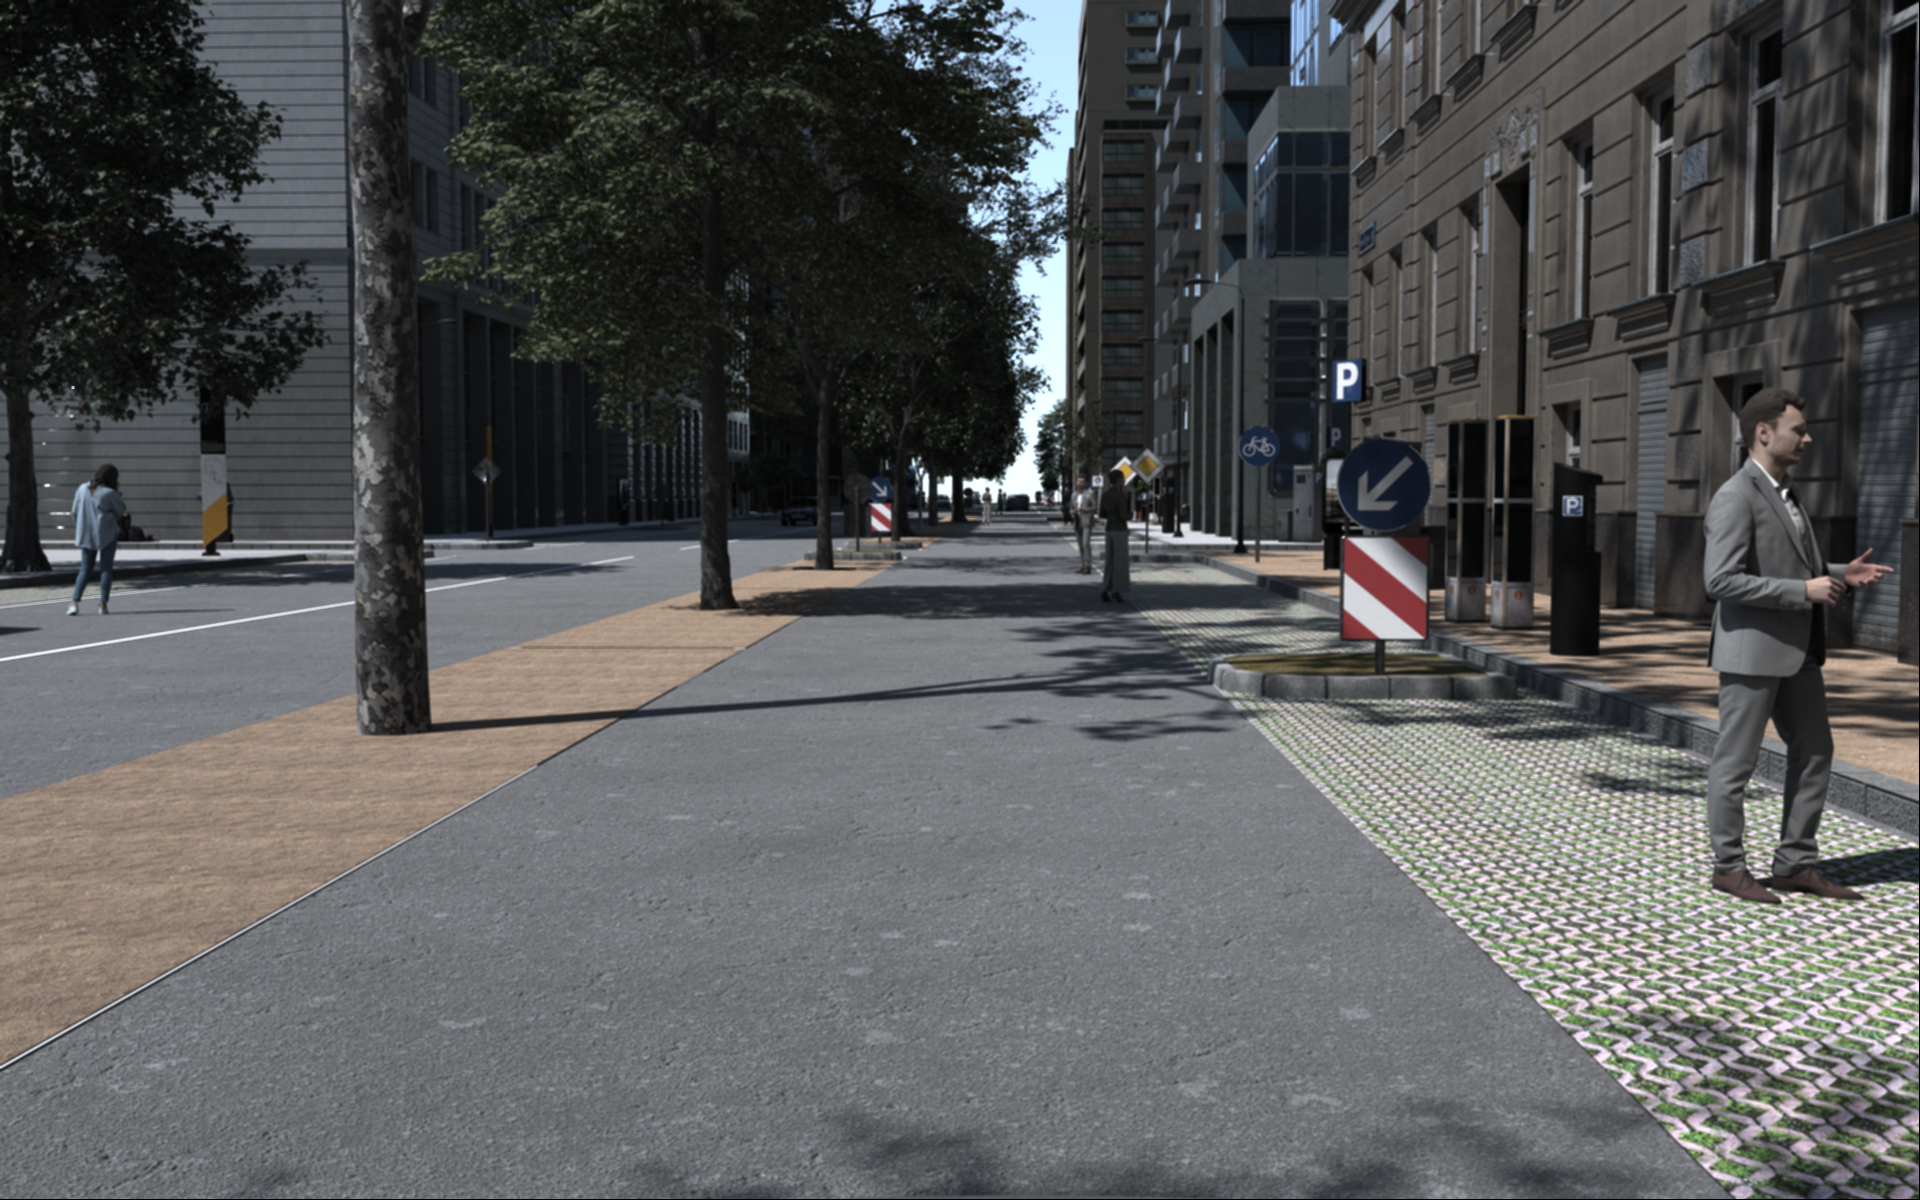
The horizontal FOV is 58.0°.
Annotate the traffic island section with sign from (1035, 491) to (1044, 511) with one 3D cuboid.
[{"bbox_3d":[7.477,-8.335,144.911,1.989,1.847,2.006,0,4,2],"label":"traffic island section with sign"}]

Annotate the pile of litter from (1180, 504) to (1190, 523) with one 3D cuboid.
[{"bbox_3d":[10.329,-3.853,76.954,1.176,0.858,1.719,3,4,36],"label":"pile of litter"}]

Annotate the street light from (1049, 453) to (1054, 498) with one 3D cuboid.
[{"bbox_3d":[11.524,-14.607,211.362,1.470,5.913,1.316,0,4,2],"label":"street light"}]

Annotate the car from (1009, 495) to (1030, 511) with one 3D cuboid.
[{"bbox_3d":[5.059,-8.359,149.250,1.945,1.354,3.894,0,4,1],"label":"car"}]

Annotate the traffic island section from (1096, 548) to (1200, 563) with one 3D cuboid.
[{"bbox_3d":[4.080,-0.939,37.633,2.009,0.180,2.903,0,4,2],"label":"traffic island section"}]

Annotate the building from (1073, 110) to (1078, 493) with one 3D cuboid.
[{"bbox_3d":[19.287,-30.821,187.518,14.154,41.232,14.086,0,4,2],"label":"building"}]

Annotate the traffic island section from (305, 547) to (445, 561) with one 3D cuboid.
[{"bbox_3d":[-12.901,-0.975,38.226,2.009,0.180,2.903,0,4,2],"label":"traffic island section"}]

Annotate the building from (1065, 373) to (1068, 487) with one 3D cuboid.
[{"bbox_3d":[25.376,-37.489,236.639,21.300,48.544,21.600,0,4,2],"label":"building"}]

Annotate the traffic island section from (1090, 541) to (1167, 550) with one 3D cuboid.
[{"bbox_3d":[4.357,-1.427,45.613,2.009,0.180,2.903,0,4,2],"label":"traffic island section"}]

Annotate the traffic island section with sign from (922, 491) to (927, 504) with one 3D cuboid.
[{"bbox_3d":[-5.368,-15.082,255.214,1.989,1.847,2.006,0,4,2],"label":"traffic island section with sign"}]

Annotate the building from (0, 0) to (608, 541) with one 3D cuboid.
[{"bbox_3d":[-21.484,-17.365,61.405,11.434,29.767,29.804,0,4,2],"label":"building"}]

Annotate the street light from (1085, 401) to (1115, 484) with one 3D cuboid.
[{"bbox_3d":[7.139,-6.949,86.156,1.470,5.913,1.316,0,4,2],"label":"street light"}]

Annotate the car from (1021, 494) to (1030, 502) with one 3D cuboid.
[{"bbox_3d":[8.043,-13.137,223.823,2.155,1.783,4.494,0,4,1],"label":"car"}]

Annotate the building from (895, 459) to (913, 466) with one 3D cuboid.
[{"bbox_3d":[-14.864,-36.007,272.315,14.154,41.232,14.086,0,4,2],"label":"building"}]

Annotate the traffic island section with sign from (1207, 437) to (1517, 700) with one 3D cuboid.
[{"bbox_3d":[2.899,-0.265,12.954,1.989,1.847,2.006,0,4,2],"label":"traffic island section with sign"}]

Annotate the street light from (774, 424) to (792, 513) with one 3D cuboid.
[{"bbox_3d":[-11.717,-8.716,115.050,1.470,5.913,1.316,0,4,2],"label":"street light"}]

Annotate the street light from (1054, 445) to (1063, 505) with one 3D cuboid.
[{"bbox_3d":[9.837,-11.607,162.309,1.470,5.913,1.316,0,4,2],"label":"street light"}]

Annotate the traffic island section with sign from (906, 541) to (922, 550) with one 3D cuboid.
[{"bbox_3d":[-2.048,-2.285,45.496,2.006,1.907,1.989,0,4,2],"label":"traffic island section with sign"}]

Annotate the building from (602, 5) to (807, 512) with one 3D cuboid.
[{"bbox_3d":[-24.084,-29.459,136.274,22.147,44.769,28.867,0,4,2],"label":"building"}]

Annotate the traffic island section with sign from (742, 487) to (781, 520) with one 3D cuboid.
[{"bbox_3d":[-10.915,-5.319,95.592,1.989,1.847,2.006,0,4,2],"label":"traffic island section with sign"}]

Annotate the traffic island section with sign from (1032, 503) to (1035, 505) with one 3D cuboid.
[{"bbox_3d":[8.429,-10.005,172.210,1.989,1.847,2.006,0,4,2],"label":"traffic island section with sign"}]

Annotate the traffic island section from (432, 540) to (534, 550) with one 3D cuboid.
[{"bbox_3d":[-12.624,-1.463,46.206,2.009,0.180,2.903,0,4,2],"label":"traffic island section"}]

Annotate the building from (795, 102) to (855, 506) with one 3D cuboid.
[{"bbox_3d":[-18.688,-32.550,182.300,14.600,45.320,14.200,0,4,2],"label":"building"}]

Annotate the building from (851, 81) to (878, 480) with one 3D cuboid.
[{"bbox_3d":[-24.130,-38.577,219.969,28.713,52.752,27.495,0,4,2],"label":"building"}]

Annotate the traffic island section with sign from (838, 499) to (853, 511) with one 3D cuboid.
[{"bbox_3d":[-9.171,-8.388,145.771,1.989,1.847,2.006,0,4,2],"label":"traffic island section with sign"}]

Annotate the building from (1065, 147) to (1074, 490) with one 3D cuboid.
[{"bbox_3d":[20.440,-34.761,218.458,14.600,45.320,14.200,0,4,2],"label":"building"}]

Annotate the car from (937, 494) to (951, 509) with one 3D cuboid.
[{"bbox_3d":[-1.819,-9.473,166.892,2.014,1.417,4.499,0,3,0],"label":"car"}]

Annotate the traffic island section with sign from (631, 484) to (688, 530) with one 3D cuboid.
[{"bbox_3d":[-11.851,-3.671,68.653,1.989,1.847,2.006,0,4,2],"label":"traffic island section with sign"}]

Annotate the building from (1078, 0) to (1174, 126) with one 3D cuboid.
[{"bbox_3d":[21.499,-32.471,154.598,21.300,48.544,21.600,0,4,2],"label":"building"}]

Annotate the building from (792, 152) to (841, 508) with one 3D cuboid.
[{"bbox_3d":[-27.987,-28.832,163.286,32.217,40.220,23.993,0,4,2],"label":"building"}]

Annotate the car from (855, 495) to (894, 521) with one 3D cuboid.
[{"bbox_3d":[-3.443,-3.695,72.420,2.014,1.417,4.499,0,4,2],"label":"car"}]

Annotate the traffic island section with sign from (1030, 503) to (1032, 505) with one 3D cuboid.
[{"bbox_3d":[10.358,-13.404,227.783,1.989,1.847,2.006,0,4,2],"label":"traffic island section with sign"}]

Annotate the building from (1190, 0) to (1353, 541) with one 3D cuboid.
[{"bbox_3d":[23.492,-45.448,55.747,31.000,86.520,22.319,0,4,2],"label":"building"}]

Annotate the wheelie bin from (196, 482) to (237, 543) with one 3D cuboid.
[{"bbox_3d":[-19.699,-2.320,45.841,0.980,1.594,0.693,-3,5,-41],"label":"wheelie bin"}]

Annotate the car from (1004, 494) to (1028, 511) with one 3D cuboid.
[{"bbox_3d":[4.714,-8.123,144.819,2.014,1.417,4.499,0,4,3],"label":"car"}]

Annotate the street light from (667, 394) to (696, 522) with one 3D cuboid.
[{"bbox_3d":[-12.936,-6.612,80.653,1.470,5.913,1.316,0,4,2],"label":"street light"}]

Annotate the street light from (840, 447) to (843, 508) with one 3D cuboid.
[{"bbox_3d":[-10.195,-11.291,157.149,1.470,5.913,1.316,0,4,2],"label":"street light"}]

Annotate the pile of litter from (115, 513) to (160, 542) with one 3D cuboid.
[{"bbox_3d":[-22.428,-1.989,46.480,1.719,0.858,1.176,1,4,9],"label":"pile of litter"}]

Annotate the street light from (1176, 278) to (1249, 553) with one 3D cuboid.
[{"bbox_3d":[5.551,-3.970,37.455,1.470,5.913,1.316,0,4,2],"label":"street light"}]

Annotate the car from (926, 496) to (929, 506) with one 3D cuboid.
[{"bbox_3d":[-3.189,-12.358,212.272,2.015,1.641,3.980,0,4,2],"label":"car"}]

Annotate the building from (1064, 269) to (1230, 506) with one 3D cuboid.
[{"bbox_3d":[27.331,-58.087,262.397,22.319,86.520,31.000,0,4,2],"label":"building"}]

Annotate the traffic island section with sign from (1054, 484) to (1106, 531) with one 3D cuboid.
[{"bbox_3d":[4.802,-3.619,67.798,1.989,1.847,2.006,0,4,2],"label":"traffic island section with sign"}]

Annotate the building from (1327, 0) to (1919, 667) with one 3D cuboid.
[{"bbox_3d":[13.136,-13.798,22.856,12.463,27.353,25.104,0,4,2],"label":"building"}]

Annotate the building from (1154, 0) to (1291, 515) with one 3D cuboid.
[{"bbox_3d":[22.833,-29.251,97.860,23.786,49.044,30.456,0,4,2],"label":"building"}]

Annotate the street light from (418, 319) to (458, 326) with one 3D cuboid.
[{"bbox_3d":[-14.021,-4.502,46.150,1.470,5.913,1.316,0,4,2],"label":"street light"}]

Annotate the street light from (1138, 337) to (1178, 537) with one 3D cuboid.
[{"bbox_3d":[5.958,-4.823,51.389,1.470,5.913,1.316,0,4,2],"label":"street light"}]

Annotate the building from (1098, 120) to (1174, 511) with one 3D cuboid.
[{"bbox_3d":[17.927,-22.329,136.776,14.160,30.474,14.107,0,4,2],"label":"building"}]

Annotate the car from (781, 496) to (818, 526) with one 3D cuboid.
[{"bbox_3d":[-7.135,-4.091,79.466,1.945,1.354,3.894,0,4,3],"label":"car"}]

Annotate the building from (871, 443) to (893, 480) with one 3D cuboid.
[{"bbox_3d":[-19.978,-38.487,248.877,23.786,49.044,30.456,0,4,2],"label":"building"}]

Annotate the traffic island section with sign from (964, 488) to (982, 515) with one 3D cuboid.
[{"bbox_3d":[0.551,-6.878,120.589,2.006,1.907,1.989,0,4,2],"label":"traffic island section with sign"}]

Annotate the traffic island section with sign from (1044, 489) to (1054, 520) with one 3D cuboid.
[{"bbox_3d":[5.742,-5.269,94.784,1.989,1.847,2.006,0,4,2],"label":"traffic island section with sign"}]

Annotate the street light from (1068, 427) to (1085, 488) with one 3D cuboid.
[{"bbox_3d":[8.384,-9.053,120.552,1.470,5.913,1.316,0,4,2],"label":"street light"}]

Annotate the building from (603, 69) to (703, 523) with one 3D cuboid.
[{"bbox_3d":[-19.276,-15.748,86.362,11.050,23.489,19.941,0,4,2],"label":"building"}]

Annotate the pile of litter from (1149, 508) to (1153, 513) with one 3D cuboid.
[{"bbox_3d":[12.748,-6.274,116.553,1.719,0.858,1.176,1,4,12],"label":"pile of litter"}]

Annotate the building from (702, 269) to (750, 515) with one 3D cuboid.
[{"bbox_3d":[-19.272,-15.296,104.835,10.420,20.320,16.860,0,4,2],"label":"building"}]
